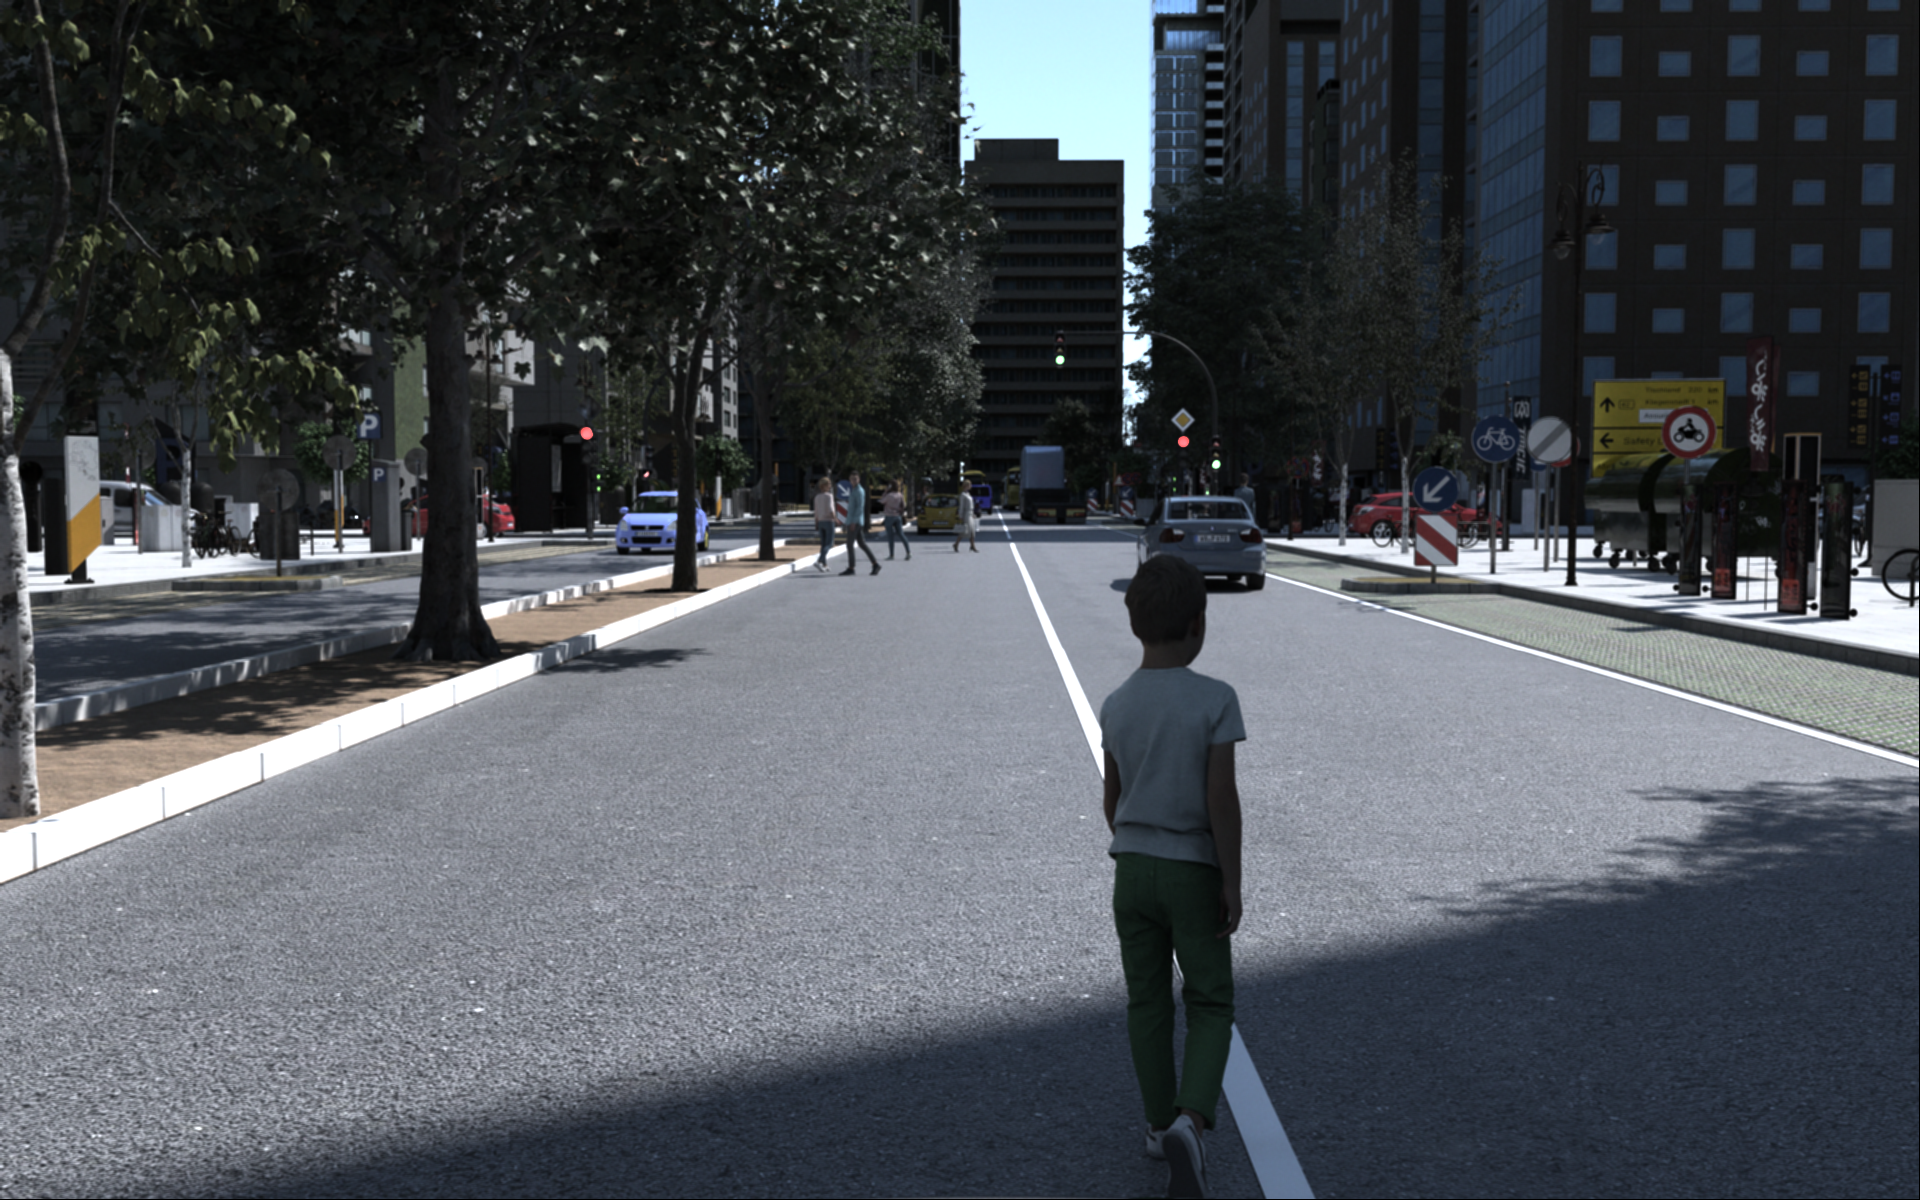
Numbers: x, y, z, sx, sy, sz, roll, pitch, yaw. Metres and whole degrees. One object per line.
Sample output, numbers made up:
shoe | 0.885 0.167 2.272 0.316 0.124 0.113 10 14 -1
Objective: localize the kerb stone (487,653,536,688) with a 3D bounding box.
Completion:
kerb stone | -3.449 0.548 13.235 0.120 0.150 1.000 0 4 1

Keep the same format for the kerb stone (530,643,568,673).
kerb stone | -3.434 0.491 14.264 0.120 0.150 1.000 0 4 1

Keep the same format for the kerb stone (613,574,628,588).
kerb stone | -5.303 -0.269 26.589 0.120 0.150 1.000 0 4 1

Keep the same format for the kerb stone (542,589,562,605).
kerb stone | -5.386 -0.013 22.467 0.120 0.150 1.000 0 4 1

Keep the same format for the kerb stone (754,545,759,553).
kerb stone | -5.036 -1.209 41.968 0.120 0.150 1.000 0 4 1

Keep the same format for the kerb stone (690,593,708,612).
kerb stone | -3.300 0.051 21.447 0.120 0.150 1.000 0 4 1

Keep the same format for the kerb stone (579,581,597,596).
kerb stone | -5.354 -0.143 24.534 0.120 0.150 1.000 0 4 1

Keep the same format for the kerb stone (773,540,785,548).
kerb stone | -4.949 -1.523 47.099 0.120 0.150 1.000 0 4 1

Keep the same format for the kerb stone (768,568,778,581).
kerb stone | -3.172 -0.394 28.640 0.120 0.150 1.000 0 4 1

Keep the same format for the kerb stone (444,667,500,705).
kerb stone | -3.466 0.612 12.213 0.120 0.150 1.000 0 4 1

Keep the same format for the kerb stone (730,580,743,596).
kerb stone | -3.245 -0.143 24.531 0.120 0.150 1.000 0 4 1

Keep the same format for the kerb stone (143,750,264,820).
kerb stone | -3.541 0.862 8.101 0.120 0.150 1.000 0 4 1

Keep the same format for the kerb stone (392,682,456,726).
kerb stone | -3.484 0.675 11.181 0.120 0.150 1.000 0 4 1

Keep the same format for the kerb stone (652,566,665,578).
kerb stone | -5.256 -0.457 29.659 0.120 0.150 1.000 0 4 1

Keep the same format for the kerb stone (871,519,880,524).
kerb stone | -4.238 -3.939 86.595 0.120 0.150 1.000 0 4 1

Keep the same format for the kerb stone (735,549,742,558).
kerb stone | -5.089 -1.020 38.895 0.120 0.150 1.000 0 4 1

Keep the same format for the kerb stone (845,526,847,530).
kerb stone | -4.593 -2.743 67.094 0.120 0.150 1.000 0 4 1

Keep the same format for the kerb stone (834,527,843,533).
kerb stone | -4.601 -2.683 66.067 0.120 0.150 1.000 0 4 1

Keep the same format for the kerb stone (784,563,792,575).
kerb stone | -3.144 -0.520 30.690 0.120 0.150 1.000 0 4 1

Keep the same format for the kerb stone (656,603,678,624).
kerb stone | -3.344 0.171 19.401 0.120 0.150 1.000 0 4 1

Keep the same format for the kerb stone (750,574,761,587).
kerb stone | -3.215 -0.269 26.588 0.120 0.150 1.000 0 4 1

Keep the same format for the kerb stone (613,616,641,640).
kerb stone | -3.377 0.297 17.340 0.120 0.150 1.000 0 4 1

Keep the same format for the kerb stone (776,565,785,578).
kerb stone | -3.154 -0.457 29.668 0.120 0.150 1.000 0 4 1

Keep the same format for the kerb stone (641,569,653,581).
kerb stone | -5.274 -0.389 28.638 0.120 0.150 1.000 0 4 1

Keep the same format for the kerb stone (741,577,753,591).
kerb stone | -3.227 -0.206 25.562 0.120 0.150 1.000 0 4 1

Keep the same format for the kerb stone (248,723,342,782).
kerb stone | -3.518 0.803 9.123 0.120 0.150 1.000 0 4 1

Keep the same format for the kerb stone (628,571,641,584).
kerb stone | -5.291 -0.330 27.616 0.120 0.150 1.000 0 4 1

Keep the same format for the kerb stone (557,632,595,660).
kerb stone | -3.418 0.422 15.291 0.120 0.150 1.000 0 4 1

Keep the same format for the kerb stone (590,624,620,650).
kerb stone | -3.392 0.359 16.318 0.120 0.150 1.000 0 4 1

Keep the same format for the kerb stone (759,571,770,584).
kerb stone | -3.188 -0.332 27.618 0.120 0.150 1.000 0 4 1

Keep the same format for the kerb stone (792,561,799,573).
kerb stone | -3.118 -0.582 31.712 0.120 0.150 1.000 0 4 1

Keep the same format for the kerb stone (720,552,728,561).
kerb stone | -5.128 -0.892 36.842 0.120 0.150 1.000 0 4 1

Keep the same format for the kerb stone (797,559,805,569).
kerb stone | -3.099 -0.638 32.734 0.120 0.150 1.000 0 4 1

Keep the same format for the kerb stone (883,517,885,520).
kerb stone | -4.165 -4.190 90.704 0.120 0.150 1.000 0 4 1

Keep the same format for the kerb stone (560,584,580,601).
kerb stone | -5.367 -0.080 23.497 0.120 0.150 1.000 0 4 1

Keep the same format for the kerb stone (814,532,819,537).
kerb stone | -4.757 -2.181 57.859 0.120 0.150 1.000 0 4 1

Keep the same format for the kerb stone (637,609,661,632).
kerb stone | -3.357 0.236 18.366 0.120 0.150 1.000 0 4 1

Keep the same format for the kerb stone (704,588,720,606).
kerb stone | -3.282 -0.017 22.479 0.120 0.150 1.000 0 4 1

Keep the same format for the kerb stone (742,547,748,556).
kerb stone | -5.074 -1.084 39.922 0.120 0.150 1.000 0 4 1

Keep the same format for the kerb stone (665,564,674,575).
kerb stone | -5.236 -0.520 30.691 0.120 0.150 1.000 0 4 1

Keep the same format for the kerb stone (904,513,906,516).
kerb stone | -3.642 -6.008 120.423 0.120 0.150 1.000 0 4 1

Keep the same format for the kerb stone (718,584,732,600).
kerb stone | -3.271 -0.080 23.507 0.120 0.150 1.000 0 4 1

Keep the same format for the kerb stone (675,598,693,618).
kerb stone | -3.322 0.112 20.425 0.120 0.150 1.000 0 4 1

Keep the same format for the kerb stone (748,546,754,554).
kerb stone | -5.049 -1.147 40.946 0.120 0.150 1.000 0 4 1

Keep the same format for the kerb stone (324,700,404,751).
kerb stone | -3.501 0.737 10.150 0.120 0.150 1.000 0 4 1

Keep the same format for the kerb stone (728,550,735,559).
kerb stone | -5.117 -0.959 37.867 0.120 0.150 1.000 0 4 1

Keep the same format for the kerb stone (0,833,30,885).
kerb stone | -3.579 0.987 6.055 0.120 0.150 1.000 0 4 1

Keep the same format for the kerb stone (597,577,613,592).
kerb stone | -5.326 -0.204 25.556 0.120 0.150 1.000 0 4 1

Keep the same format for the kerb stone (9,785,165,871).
kerb stone | -3.558 0.925 7.079 0.120 0.150 1.000 0 4 1

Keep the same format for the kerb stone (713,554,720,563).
kerb stone | -5.149 -0.832 35.819 0.120 0.150 1.000 0 4 1

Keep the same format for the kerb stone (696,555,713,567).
kerb stone | -5.158 -0.768 34.789 0.120 0.150 1.000 0 4 1
